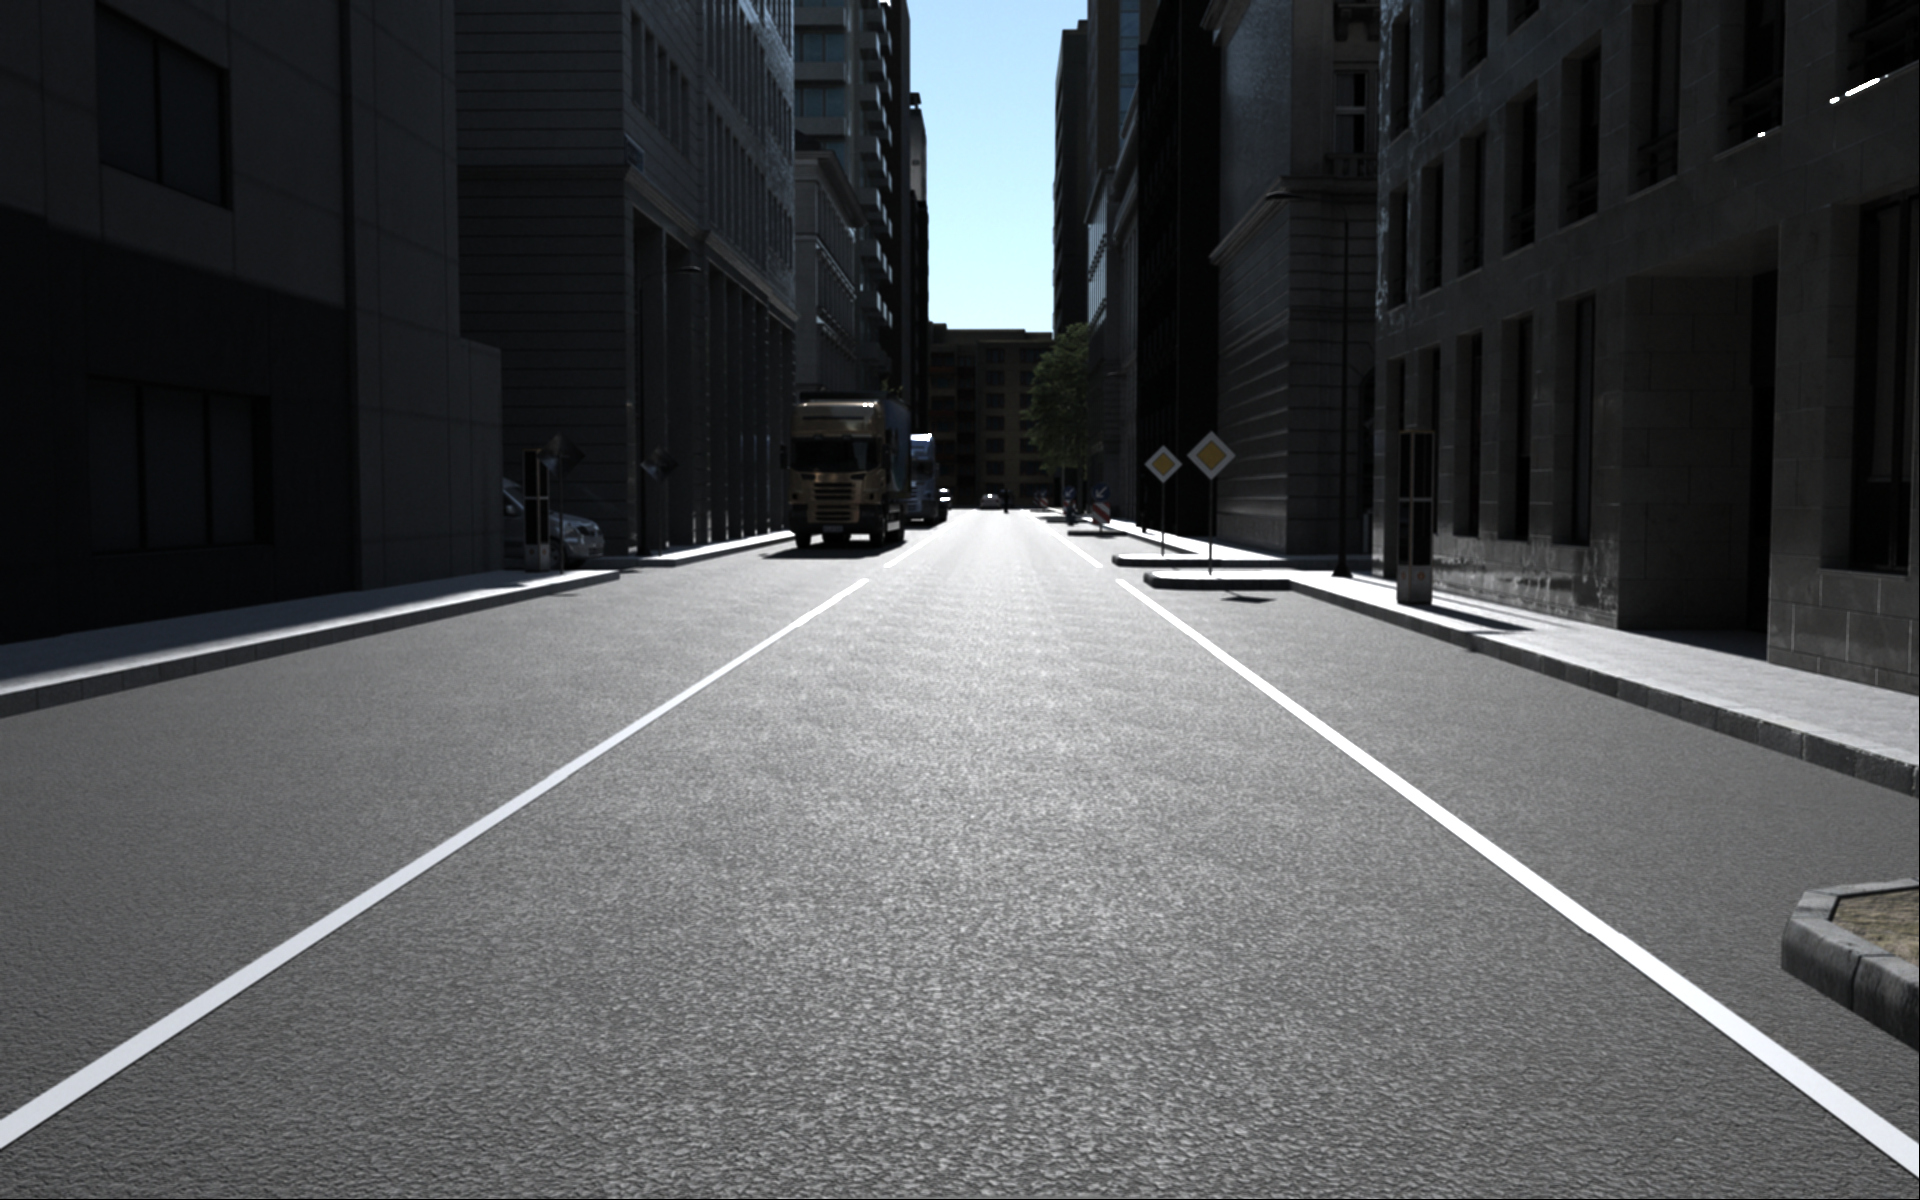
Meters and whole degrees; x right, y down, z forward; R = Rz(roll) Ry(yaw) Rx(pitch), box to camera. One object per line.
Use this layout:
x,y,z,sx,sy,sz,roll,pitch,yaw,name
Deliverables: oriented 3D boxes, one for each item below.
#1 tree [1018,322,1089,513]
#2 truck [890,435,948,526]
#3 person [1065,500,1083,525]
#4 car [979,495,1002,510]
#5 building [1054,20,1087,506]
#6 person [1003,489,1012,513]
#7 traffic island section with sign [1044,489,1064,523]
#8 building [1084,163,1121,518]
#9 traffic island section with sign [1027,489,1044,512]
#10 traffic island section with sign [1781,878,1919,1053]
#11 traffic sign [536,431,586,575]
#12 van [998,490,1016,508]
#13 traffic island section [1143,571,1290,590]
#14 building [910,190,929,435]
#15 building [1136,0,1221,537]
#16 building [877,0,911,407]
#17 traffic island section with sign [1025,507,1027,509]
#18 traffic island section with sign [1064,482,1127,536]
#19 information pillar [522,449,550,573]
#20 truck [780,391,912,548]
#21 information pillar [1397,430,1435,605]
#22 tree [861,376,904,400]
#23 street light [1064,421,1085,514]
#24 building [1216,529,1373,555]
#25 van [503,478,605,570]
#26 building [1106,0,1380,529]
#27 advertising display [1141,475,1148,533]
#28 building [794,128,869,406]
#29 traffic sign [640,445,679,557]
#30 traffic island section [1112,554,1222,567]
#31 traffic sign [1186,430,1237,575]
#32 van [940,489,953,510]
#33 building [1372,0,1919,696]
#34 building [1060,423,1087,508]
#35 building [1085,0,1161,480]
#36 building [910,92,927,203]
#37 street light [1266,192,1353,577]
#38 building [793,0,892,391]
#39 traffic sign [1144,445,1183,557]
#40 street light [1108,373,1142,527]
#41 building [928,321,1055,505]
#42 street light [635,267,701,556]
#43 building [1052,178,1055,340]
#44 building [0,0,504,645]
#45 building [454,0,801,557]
7.599,-12.041,114.995,7.486,12.596,7.792,0,3,0,tree
-2.147,-5.797,84.544,2.967,4.110,18.799,0,4,2,truck
5.170,-4.013,79.610,0.738,1.151,1.012,-1,4,-15,person
2.821,-9.007,159.629,2.083,1.381,4.827,0,4,2,car
20.551,-33.704,174.756,21.300,48.544,21.600,0,4,1,building
3.543,-7.539,131.781,0.705,1.821,1.348,-2,4,-28,person
5.351,-4.791,86.956,1.989,1.847,2.006,0,4,1,traffic island section with sign
12.549,-15.420,101.267,9.793,20.994,18.267,0,4,1,building
6.523,-7.873,137.347,1.989,1.847,2.006,0,4,1,traffic island section with sign
3.463,0.239,4.726,1.989,1.847,2.006,0,4,1,traffic island section with sign
-6.343,-1.462,27.540,0.795,2.450,0.064,0,4,1,traffic sign
4.572,-10.185,173.531,2.013,2.044,4.112,0,4,1,van
3.972,-0.311,27.360,2.009,0.180,2.903,0,4,1,traffic island section
-10.232,-23.974,163.678,14.160,30.474,14.107,0,4,1,building
12.873,-14.045,59.311,12.332,23.373,15.834,0,4,1,building
-11.496,-30.456,148.068,14.600,45.320,14.200,0,4,1,building
7.153,-9.571,165.110,1.989,1.847,2.006,0,4,1,traffic island section with sign
4.738,-3.141,59.976,1.989,1.847,2.006,0,4,1,traffic island section with sign
-6.941,-1.461,28.376,0.304,2.012,0.304,1,4,21,information pillar
-3.038,-3.709,49.556,2.839,4.237,11.283,0,4,3,truck
5.292,-0.956,20.117,0.304,2.012,0.304,-1,4,-15,information pillar
-5.266,-9.699,108.938,4.360,8.622,3.978,0,3,0,tree
7.295,-8.427,110.323,1.470,5.913,1.316,0,4,1,street light
18.520,-12.201,41.282,24.055,21.916,13.314,0,4,1,building
-8.778,-1.560,32.515,4.112,2.044,2.013,0,4,3,van
14.107,-14.573,80.076,13.314,21.916,24.055,0,4,1,building
6.120,-3.199,57.511,0.123,1.923,0.974,1,4,13,advertising display
-11.255,-14.307,84.829,10.553,20.767,40.483,0,4,1,building
-6.158,-1.950,35.523,0.795,2.450,0.064,0,4,1,traffic sign
4.156,-0.799,35.343,2.009,0.180,2.903,0,4,1,traffic island section
3.948,-1.446,27.283,0.795,2.450,0.064,0,4,1,traffic sign
-1.620,-9.083,155.518,2.013,2.044,4.112,0,3,0,van
11.448,-9.984,17.991,10.420,20.320,16.860,0,4,1,building
20.373,-51.050,147.343,22.319,86.520,31.000,0,4,1,building
16.411,-29.055,125.155,14.600,45.320,14.200,0,4,1,building
-10.467,-30.299,178.980,14.086,41.232,14.154,0,4,1,building
5.410,-3.320,26.823,1.470,5.913,1.316,0,4,1,street light
-16.555,-30.958,125.779,23.786,49.044,30.456,0,4,1,building
4.133,-1.934,35.266,0.795,2.450,0.064,0,4,1,traffic sign
6.384,-5.767,66.832,1.470,5.913,1.316,0,4,1,street light
-3.421,-22.198,207.981,28.899,21.520,27.650,0,4,1,building
-6.000,-3.858,35.624,1.470,5.913,1.316,0,4,1,street light
17.930,-31.646,201.012,14.086,41.232,14.154,0,4,1,building
-18.278,-35.416,17.302,20.611,71.187,20.563,0,4,1,building
-11.847,-16.635,49.481,11.434,29.767,29.804,0,4,1,building
